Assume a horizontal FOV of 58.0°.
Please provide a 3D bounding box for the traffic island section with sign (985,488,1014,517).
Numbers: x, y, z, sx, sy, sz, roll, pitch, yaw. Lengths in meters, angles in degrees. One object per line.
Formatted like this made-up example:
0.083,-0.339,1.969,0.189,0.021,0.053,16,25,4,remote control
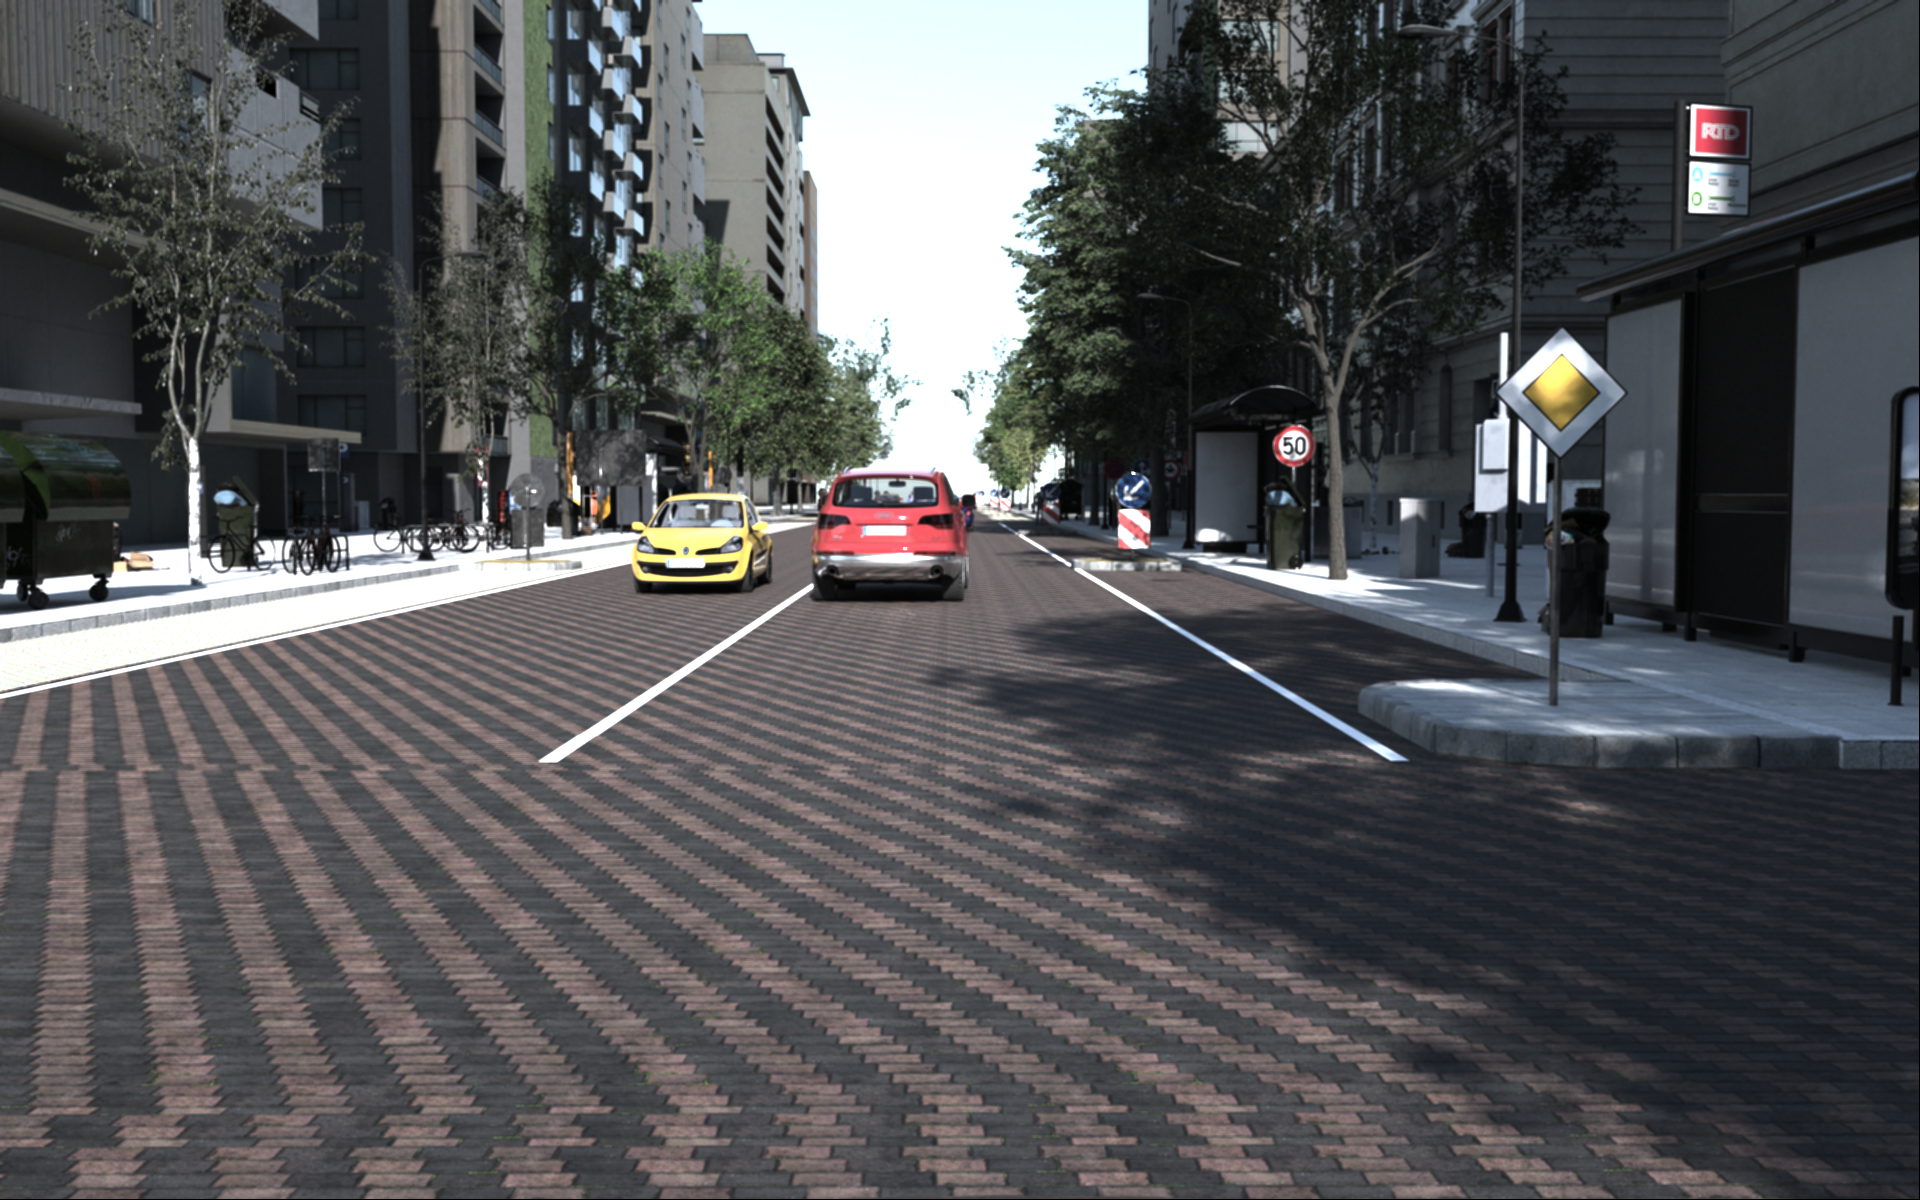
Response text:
2.744,-6.205,110.071,1.989,1.847,2.006,0,4,0,traffic island section with sign

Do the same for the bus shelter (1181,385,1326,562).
5.815,-2.507,34.913,2.014,3.302,5.546,0,4,0,bus shelter

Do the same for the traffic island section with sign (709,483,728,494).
-8.401,-3.157,60.246,1.989,1.847,2.006,0,4,0,traffic island section with sign

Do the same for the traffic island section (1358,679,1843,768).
3.617,0.720,10.512,2.009,0.180,2.903,0,4,0,traffic island section

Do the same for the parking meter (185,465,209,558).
-15.211,-1.762,34.513,0.399,1.863,0.255,-1,4,-23,parking meter

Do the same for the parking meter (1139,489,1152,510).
5.394,-2.573,50.484,0.372,1.533,0.369,0,3,0,parking meter

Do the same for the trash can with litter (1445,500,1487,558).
10.201,-1.446,35.022,0.624,1.170,1.055,-1,4,-21,trash can with litter

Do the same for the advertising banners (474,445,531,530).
-16.377,-4.036,62.176,2.074,3.025,0.090,0,4,-5,advertising banners

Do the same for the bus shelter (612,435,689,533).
-10.808,-4.042,60.006,2.014,3.302,5.546,0,4,0,bus shelter

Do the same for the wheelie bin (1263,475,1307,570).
5.525,-1.324,29.563,0.693,1.594,0.980,0,4,3,wheelie bin

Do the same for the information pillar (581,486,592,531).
-13.011,-3.413,60.290,0.304,2.012,0.304,-2,4,-28,information pillar

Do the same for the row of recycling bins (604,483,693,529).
-11.704,-3.512,64.528,3.534,1.692,1.069,0,4,0,row of recycling bins

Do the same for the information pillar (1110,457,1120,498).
6.797,-5.179,76.037,0.504,3.616,0.183,1,4,11,information pillar

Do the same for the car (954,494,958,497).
-0.878,-11.319,194.844,2.009,1.686,4.222,0,4,1,car

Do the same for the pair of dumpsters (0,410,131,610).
-10.686,-0.987,18.628,1.574,2.255,4.437,0,4,0,pair of dumpsters

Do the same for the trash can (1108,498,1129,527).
6.073,-3.401,67.256,0.748,1.137,0.748,0,3,0,trash can

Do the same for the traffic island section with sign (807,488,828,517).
-8.679,-6.212,110.200,1.989,1.847,2.006,0,4,0,traffic island section with sign

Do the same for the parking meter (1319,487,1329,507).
12.408,-3.088,58.899,0.372,1.533,0.369,0,3,0,parking meter

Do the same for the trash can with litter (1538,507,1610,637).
5.510,-0.270,15.796,0.624,1.170,1.055,0,4,3,trash can with litter

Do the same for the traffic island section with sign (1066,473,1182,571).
3.164,-1.516,33.410,1.989,1.847,2.006,0,4,0,traffic island section with sign

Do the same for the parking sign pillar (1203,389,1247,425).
6.878,-3.476,45.298,1.447,3.967,1.447,-3,5,-40,parking sign pillar

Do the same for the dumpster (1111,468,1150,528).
6.501,-3.816,64.884,1.502,2.255,1.985,0,4,0,dumpster

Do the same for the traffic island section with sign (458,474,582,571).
-8.253,-1.477,32.781,1.989,1.847,2.006,0,4,0,traffic island section with sign

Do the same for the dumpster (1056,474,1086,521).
5.291,-4.979,83.900,1.502,2.255,1.985,0,4,0,dumpster

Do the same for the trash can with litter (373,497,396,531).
-20.155,-3.003,60.491,1.055,1.170,0.624,3,5,40,trash can with litter

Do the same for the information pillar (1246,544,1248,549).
6.563,-2.203,40.519,0.304,2.012,0.304,1,4,20,information pillar

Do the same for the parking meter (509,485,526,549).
-10.302,-1.952,40.327,0.372,1.533,0.369,0,3,0,parking meter

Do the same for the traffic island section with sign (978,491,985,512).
2.598,-7.858,137.109,1.989,1.847,2.006,0,4,0,traffic island section with sign

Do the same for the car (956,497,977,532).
-0.323,-3.331,67.041,1.945,1.354,3.894,0,4,1,car

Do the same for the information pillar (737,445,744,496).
-10.552,-5.618,83.217,0.183,3.616,0.504,-3,4,-37,information pillar

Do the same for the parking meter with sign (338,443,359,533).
-20.665,-3.801,58.413,0.543,3.016,1.738,-1,4,-9,parking meter with sign

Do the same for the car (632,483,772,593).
-3.870,-0.985,26.334,2.015,1.641,3.980,0,3,0,car

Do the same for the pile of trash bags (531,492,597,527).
-15.659,-3.545,67.713,3.447,1.369,1.912,0,4,8,pile of trash bags

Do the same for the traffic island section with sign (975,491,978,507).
2.298,-11.239,192.386,1.989,1.847,2.006,0,4,0,traffic island section with sign

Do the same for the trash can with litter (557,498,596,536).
-11.756,-2.550,53.075,0.624,1.170,1.055,3,5,42,trash can with litter

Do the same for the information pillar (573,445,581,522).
-17.424,-5.319,78.317,0.504,3.616,0.183,-1,4,-13,information pillar

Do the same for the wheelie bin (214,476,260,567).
-12.741,-1.383,30.525,0.693,1.594,0.980,-1,4,-16,wheelie bin

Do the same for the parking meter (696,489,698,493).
-12.259,-4.477,81.618,0.372,1.533,0.369,0,3,0,parking meter

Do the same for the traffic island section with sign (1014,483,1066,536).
3.019,-3.164,60.365,1.989,1.847,2.006,0,4,0,traffic island section with sign

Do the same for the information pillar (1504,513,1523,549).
12.961,-2.202,40.500,0.304,2.012,0.304,-1,4,-17,information pillar

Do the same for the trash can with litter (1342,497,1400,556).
8.672,-1.585,36.973,2.233,1.210,1.678,-2,4,-32,trash can with litter

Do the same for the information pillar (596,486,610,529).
-12.991,-4.379,62.952,0.504,3.616,0.183,-2,4,-26,information pillar

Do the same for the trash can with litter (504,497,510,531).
-15.404,-3.011,60.616,1.055,1.170,0.624,-1,4,-18,trash can with litter

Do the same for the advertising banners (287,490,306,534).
-21.440,-3.585,54.806,0.090,3.025,2.074,1,4,17,advertising banners

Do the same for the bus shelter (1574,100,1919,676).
7.118,-2.310,15.404,2.179,5.291,8.768,0,4,0,bus shelter

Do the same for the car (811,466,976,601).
-0.915,-0.979,24.680,2.281,1.827,5.304,0,4,1,car
